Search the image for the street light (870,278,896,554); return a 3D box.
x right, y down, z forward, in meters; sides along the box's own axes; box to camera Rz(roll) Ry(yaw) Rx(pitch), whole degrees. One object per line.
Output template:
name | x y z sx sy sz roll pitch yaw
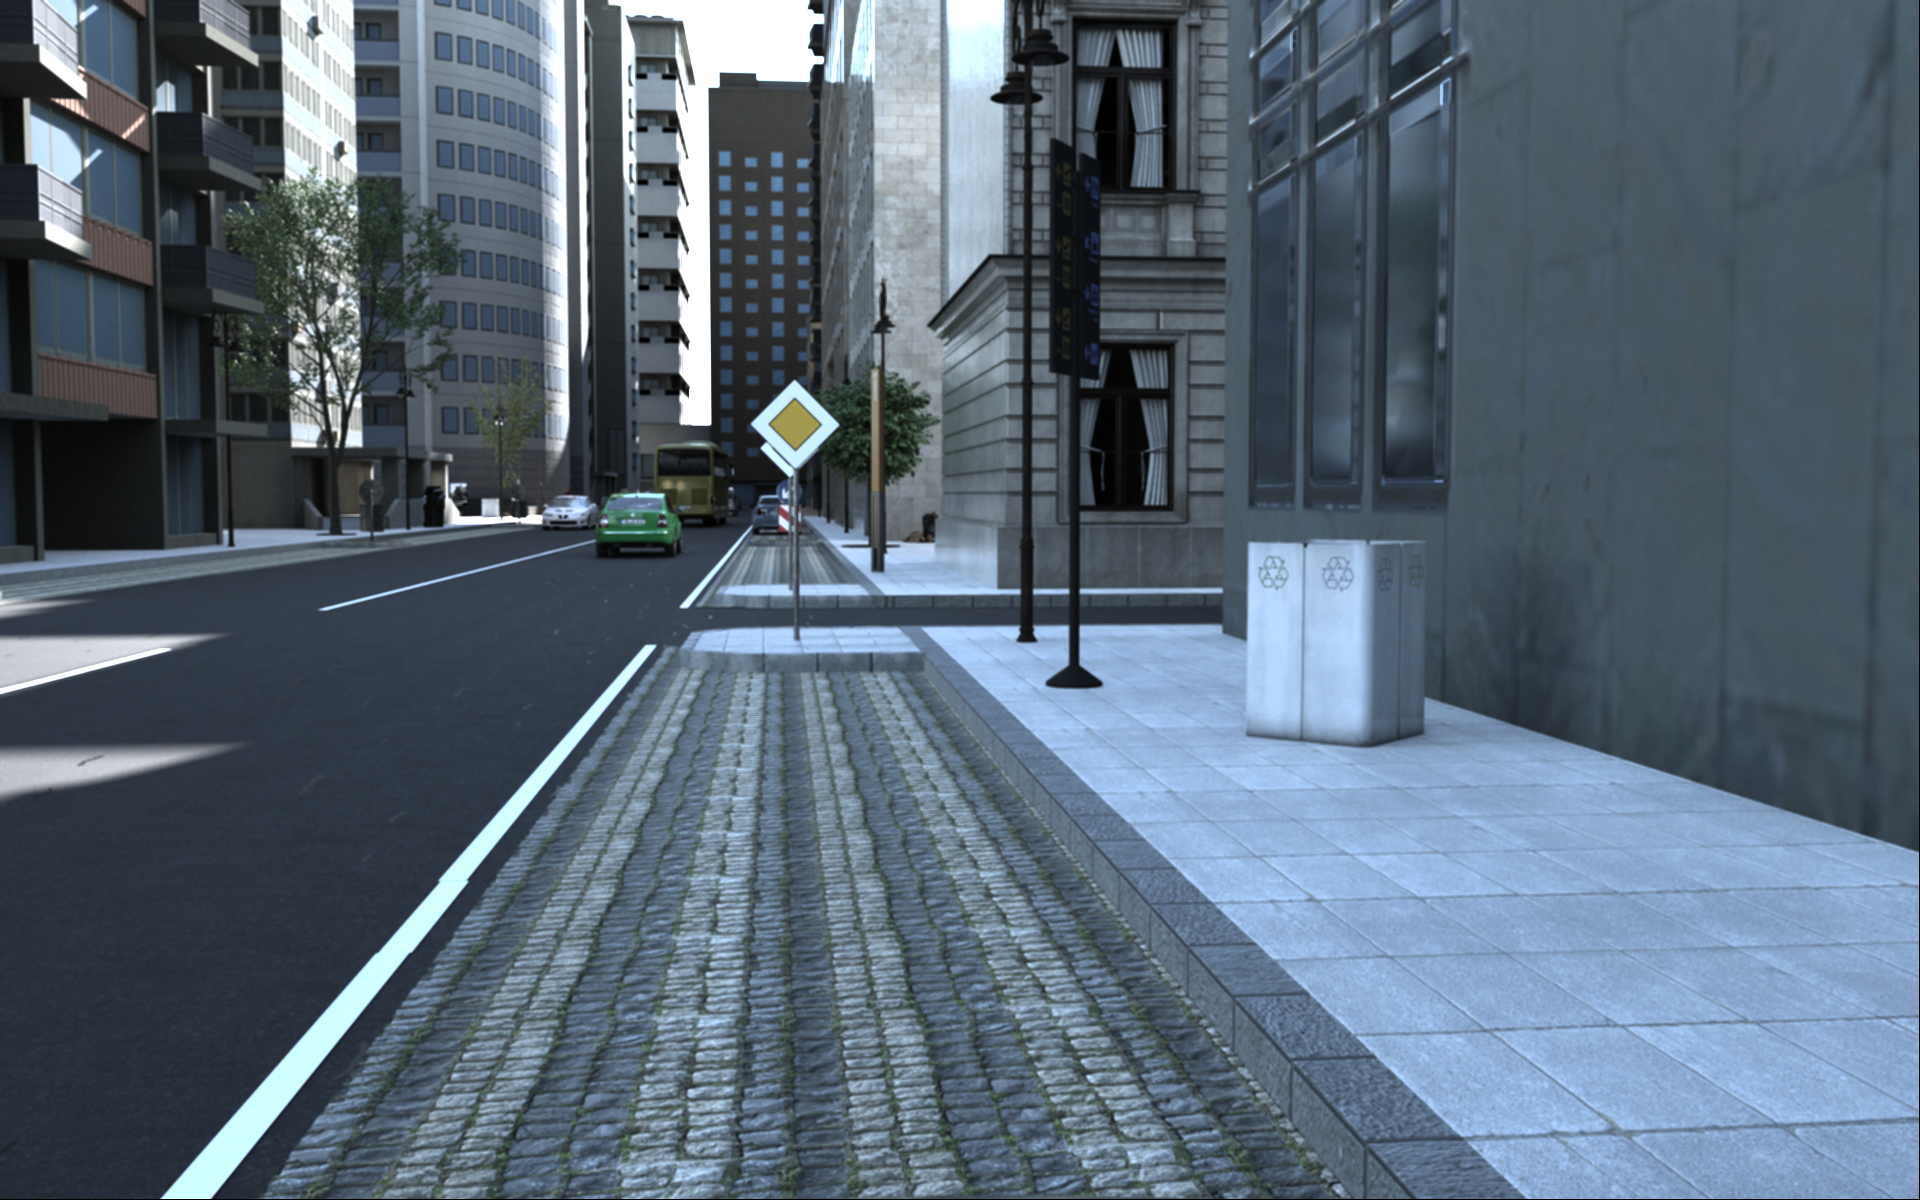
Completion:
street light | -1.652 -3.943 37.251 0.468 5.910 1.993 0 4 -6

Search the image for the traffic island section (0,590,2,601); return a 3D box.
traffic island section | -13.625 0.017 22.007 2.009 0.180 2.903 0 4 -6

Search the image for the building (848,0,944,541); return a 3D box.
building | 1.980 -12.277 55.477 10.420 20.320 16.860 0 4 -6

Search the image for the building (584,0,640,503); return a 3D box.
building | -41.196 -32.776 159.586 21.600 48.544 21.300 0 4 -6

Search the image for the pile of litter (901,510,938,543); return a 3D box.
pile of litter | -1.040 -1.966 46.116 1.176 0.858 1.719 1 4 19

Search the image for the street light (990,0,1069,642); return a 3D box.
street light | 0.580 -2.574 14.876 0.468 5.910 1.993 0 4 -6

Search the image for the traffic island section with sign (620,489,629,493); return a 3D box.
traffic island section with sign | -23.938 -7.046 123.830 1.989 1.847 2.006 0 4 -6

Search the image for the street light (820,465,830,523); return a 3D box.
street light | -5.862 -6.374 77.009 0.468 5.910 1.993 0 4 -6

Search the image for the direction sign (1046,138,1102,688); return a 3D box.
direction sign | 0.765 -1.193 11.507 0.379 3.537 0.876 2 4 24

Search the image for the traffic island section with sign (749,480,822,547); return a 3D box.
traffic island section with sign | -4.810 -2.389 47.683 1.989 1.847 2.006 0 4 -6

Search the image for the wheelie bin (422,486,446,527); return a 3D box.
wheelie bin | -20.269 -3.605 66.853 0.693 1.594 0.980 2 4 34

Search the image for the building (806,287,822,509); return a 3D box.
building | -0.106 -19.293 160.484 27.650 21.520 28.899 0 4 -6

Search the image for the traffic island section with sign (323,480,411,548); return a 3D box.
traffic island section with sign | -15.864 -2.317 46.511 1.989 1.847 2.006 0 4 -6

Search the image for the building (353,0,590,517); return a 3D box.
building | -35.697 -34.639 108.344 21.231 58.520 28.212 0 4 -6

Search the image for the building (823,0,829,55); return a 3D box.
building | -1.465 -28.068 109.021 14.600 45.320 14.200 0 4 -6

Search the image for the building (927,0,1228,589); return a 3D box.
building | 9.036 -10.016 28.390 19.286 19.102 10.561 0 4 -6

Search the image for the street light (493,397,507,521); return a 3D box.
street light | -21.967 -6.731 82.831 0.468 5.910 1.993 0 4 -6

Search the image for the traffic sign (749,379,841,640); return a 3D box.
traffic sign | -1.439 -0.705 15.165 0.795 2.450 0.064 0 4 -6

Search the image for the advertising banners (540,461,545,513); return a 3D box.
advertising banners | -22.638 -5.973 93.849 0.090 3.025 2.074 -1 4 -10

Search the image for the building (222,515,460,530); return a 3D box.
building | -37.497 -22.945 67.031 32.217 40.220 23.993 0 4 -6

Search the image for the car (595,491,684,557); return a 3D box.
car | -7.528 -1.960 40.835 1.959 1.807 4.718 0 4 -6

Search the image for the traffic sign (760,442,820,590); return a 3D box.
traffic sign | -2.268 -1.190 23.107 0.795 2.450 0.064 0 4 -6

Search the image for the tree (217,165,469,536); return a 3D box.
tree | -19.439 -7.838 53.914 9.928 11.665 9.643 0 3 0

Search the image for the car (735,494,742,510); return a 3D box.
car | -20.382 -8.892 154.184 1.959 1.807 4.718 0 4 -5

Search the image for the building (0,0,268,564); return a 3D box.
building | -27.423 -23.166 33.383 22.147 44.769 28.867 0 4 -6

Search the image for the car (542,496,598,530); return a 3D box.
car | -15.879 -3.568 70.696 2.083 1.381 4.827 0 4 -5

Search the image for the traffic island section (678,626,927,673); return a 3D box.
traffic island section | -1.416 0.430 15.244 2.009 0.180 2.903 0 4 -6

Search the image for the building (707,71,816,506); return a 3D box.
building | -19.755 -32.884 187.768 14.200 45.320 14.600 0 4 -6

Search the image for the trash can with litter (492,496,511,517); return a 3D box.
trash can with litter | -25.471 -5.174 95.989 1.055 1.170 0.624 -3 5 -41

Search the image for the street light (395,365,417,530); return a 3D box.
street light | -19.835 -5.462 62.093 0.468 5.910 1.993 0 4 -6

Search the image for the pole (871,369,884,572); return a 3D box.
pole | -1.355 -2.116 28.443 0.158 3.312 0.155 0 3 0

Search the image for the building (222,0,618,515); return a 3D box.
building | -43.782 -27.110 135.123 32.217 40.220 23.993 0 4 -6

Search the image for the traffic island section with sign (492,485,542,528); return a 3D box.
traffic island section with sign | -18.656 -3.957 73.322 1.989 1.847 2.006 0 4 -6

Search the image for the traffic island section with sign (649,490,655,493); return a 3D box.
traffic island section with sign | -26.735 -8.686 150.640 1.989 1.847 2.006 0 4 -6

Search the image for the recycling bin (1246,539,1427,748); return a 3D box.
recycling bin | 2.003 0.204 9.213 0.722 1.027 0.722 3 5 39

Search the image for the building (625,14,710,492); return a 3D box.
building | -41.320 -36.872 192.091 27.495 52.752 28.713 0 4 -6

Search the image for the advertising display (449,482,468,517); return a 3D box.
advertising display | -27.752 -5.545 95.879 0.974 1.923 0.123 -1 4 -18

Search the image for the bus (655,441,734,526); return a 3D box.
bus | -12.224 -5.414 80.061 2.896 3.916 12.252 0 4 -4

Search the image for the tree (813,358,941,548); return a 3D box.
tree | -2.095 -3.567 42.034 4.285 4.588 4.351 0 3 0

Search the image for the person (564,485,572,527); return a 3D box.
person | -17.285 -4.157 76.438 0.573 1.828 0.580 -2 4 -34

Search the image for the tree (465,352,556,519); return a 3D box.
tree | -22.933 -8.468 88.809 4.737 8.622 4.395 0 3 0

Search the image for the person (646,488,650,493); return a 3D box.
person | -20.790 -6.533 115.189 0.709 1.838 0.599 0 4 -4

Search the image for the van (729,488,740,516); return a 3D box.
van | -15.533 -6.559 114.257 2.013 2.044 4.112 0 4 -5

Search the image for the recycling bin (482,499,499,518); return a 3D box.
recycling bin | -25.136 -4.903 92.716 0.722 1.027 0.722 -3 4 -36

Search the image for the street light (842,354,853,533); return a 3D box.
street light | -3.754 -5.159 57.130 0.468 5.910 1.993 0 4 -6

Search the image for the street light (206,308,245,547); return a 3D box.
street light | -17.790 -4.240 42.107 0.468 5.910 1.993 0 4 -6

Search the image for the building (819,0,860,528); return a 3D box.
building | 3.495 -16.946 81.585 19.350 26.468 34.151 0 4 -6

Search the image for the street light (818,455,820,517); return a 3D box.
street light | -7.875 -7.591 96.897 0.468 5.910 1.993 0 4 -6

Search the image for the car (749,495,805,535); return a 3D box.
car | -6.559 -3.060 62.028 2.014 1.417 4.499 0 4 -6

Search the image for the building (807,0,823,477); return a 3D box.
building | -0.285 -29.122 130.771 22.147 44.769 28.867 0 4 -6

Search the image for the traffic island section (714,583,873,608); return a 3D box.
traffic island section | -2.245 -0.055 23.186 2.009 0.180 2.903 0 4 -6
